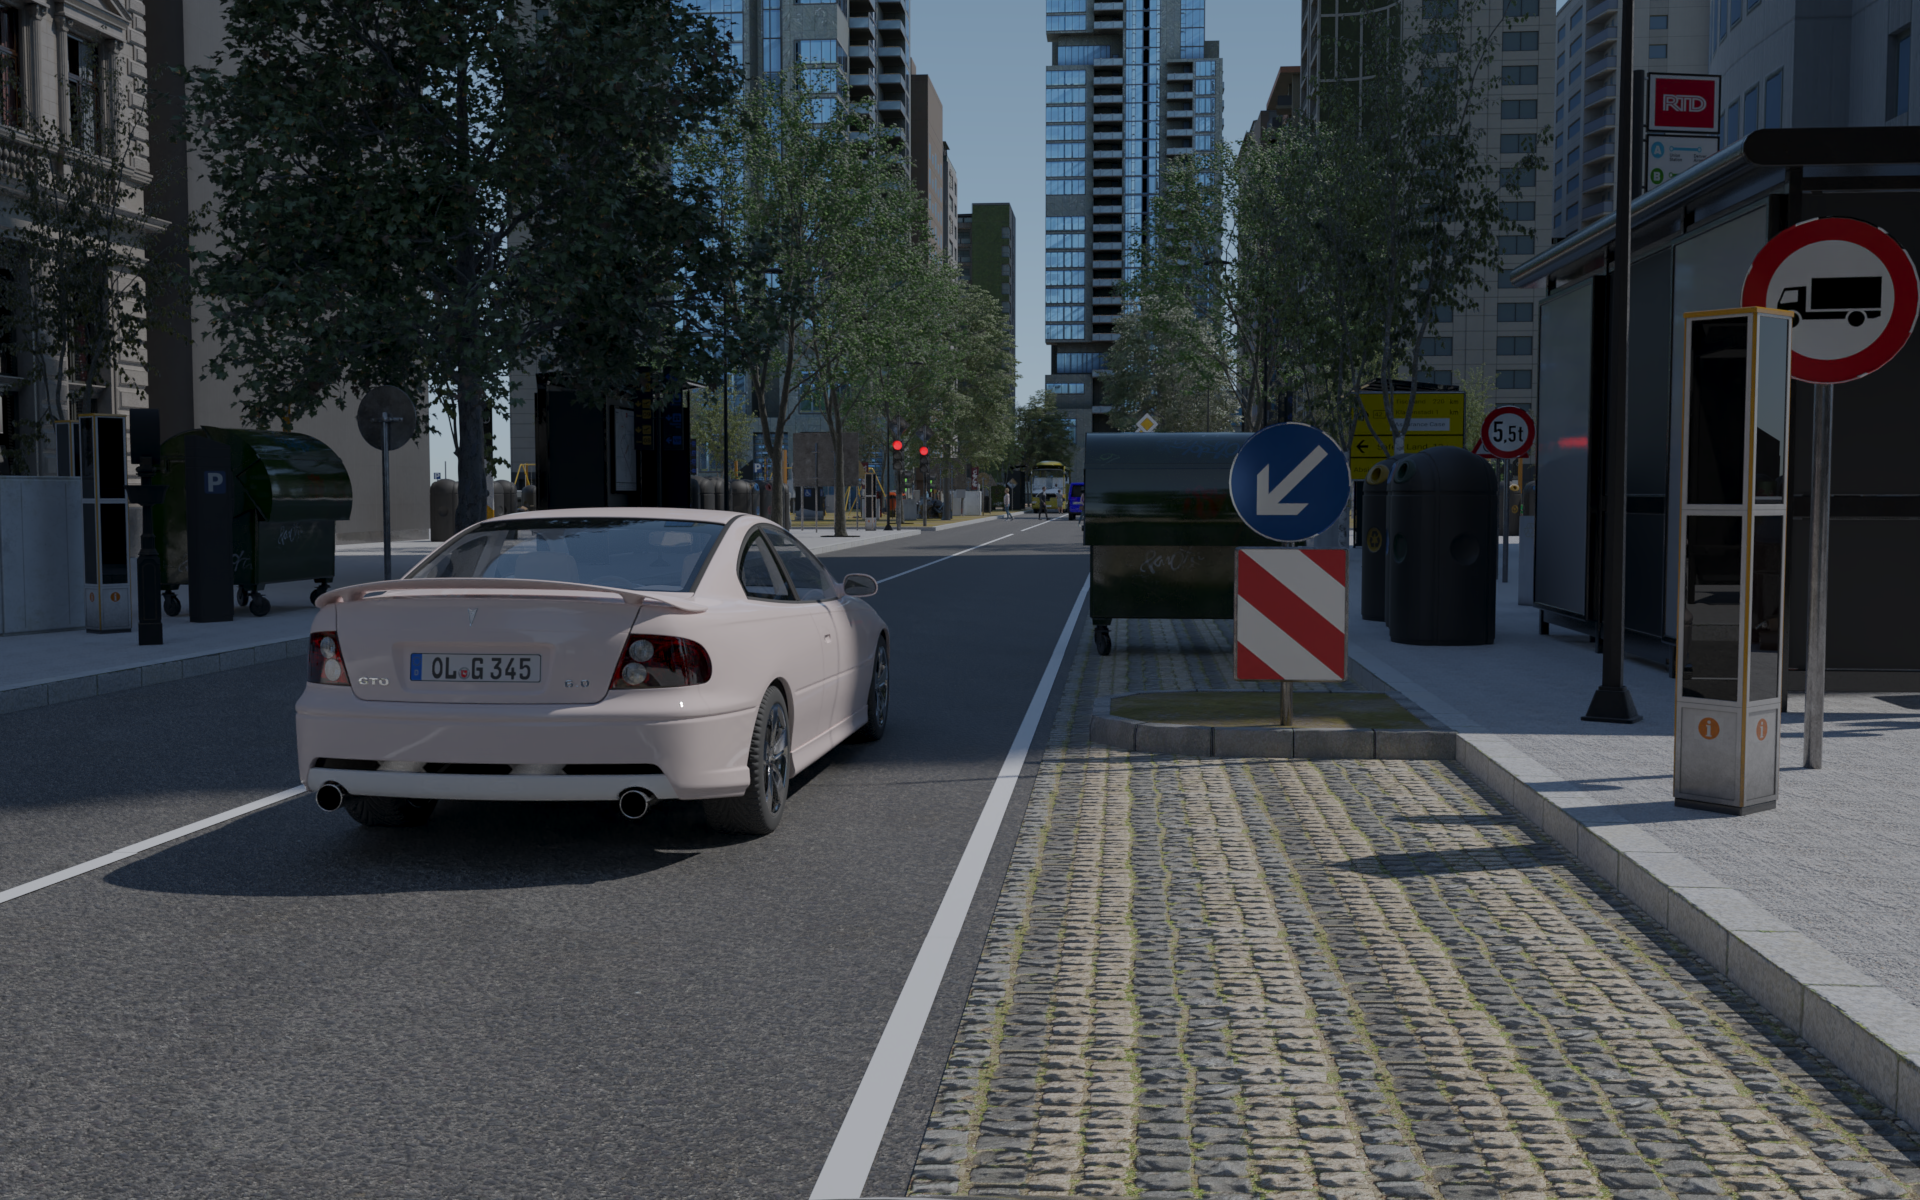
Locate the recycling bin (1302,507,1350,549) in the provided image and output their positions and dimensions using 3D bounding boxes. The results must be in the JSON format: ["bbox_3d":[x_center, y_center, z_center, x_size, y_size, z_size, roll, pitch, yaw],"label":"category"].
[{"bbox_3d":[7.026,-1.269,33.294,0.722,1.027,0.722,-1,4,-9],"label":"recycling bin"}]

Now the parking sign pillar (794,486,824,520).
[{"bbox_3d":[-7.399,-5.897,84.886,1.447,3.967,1.447,1,4,15],"label":"parking sign pillar"}]

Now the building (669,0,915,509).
[{"bbox_3d":[-15.177,-51.775,159.190,22.319,86.520,31.000,0,4,5],"label":"building"}]

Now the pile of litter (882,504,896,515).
[{"bbox_3d":[-4.343,-5.733,107.701,1.719,0.858,1.176,1,4,15],"label":"pile of litter"}]

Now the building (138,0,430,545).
[{"bbox_3d":[-27.373,-15.325,44.064,24.014,27.812,14.314,0,4,5],"label":"building"}]

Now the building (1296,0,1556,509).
[{"bbox_3d":[38.642,-43.554,150.360,20.563,71.187,20.611,0,4,5],"label":"building"}]

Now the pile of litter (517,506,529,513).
[{"bbox_3d":[-15.437,-2.904,61.437,1.719,0.858,1.176,-1,4,-13],"label":"pile of litter"}]

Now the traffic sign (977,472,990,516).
[{"bbox_3d":[1.354,-6.186,101.250,0.768,2.556,0.104,1,4,10],"label":"traffic sign"}]

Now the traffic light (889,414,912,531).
[{"bbox_3d":[-2.131,-4.391,60.712,0.839,4.253,0.868,0,4,5],"label":"traffic light"}]

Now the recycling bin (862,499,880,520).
[{"bbox_3d":[-4.497,-4.577,87.385,0.722,1.027,0.722,-1,4,-22],"label":"recycling bin"}]

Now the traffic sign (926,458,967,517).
[{"bbox_3d":[-0.765,-6.273,96.441,2.265,3.308,0.079,0,4,8],"label":"traffic sign"}]

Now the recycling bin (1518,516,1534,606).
[{"bbox_3d":[6.918,-0.448,19.877,0.722,1.027,0.722,-2,4,-33],"label":"recycling bin"}]

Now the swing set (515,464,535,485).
[{"bbox_3d":[-21.769,-5.657,90.105,3.119,2.851,2.862,2,4,26],"label":"swing set"}]

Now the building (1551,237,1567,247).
[{"bbox_3d":[60.383,-25.994,196.711,14.107,30.474,14.160,0,4,5],"label":"building"}]

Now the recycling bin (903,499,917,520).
[{"bbox_3d":[-2.524,-4.409,84.638,0.722,1.027,0.722,-1,4,-10],"label":"recycling bin"}]

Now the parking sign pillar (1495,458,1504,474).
[{"bbox_3d":[24.323,-5.475,77.986,1.447,3.967,1.447,1,4,14],"label":"parking sign pillar"}]

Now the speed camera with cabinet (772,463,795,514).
[{"bbox_3d":[-11.000,-7.038,109.406,0.660,3.252,2.038,3,5,42],"label":"speed camera with cabinet"}]

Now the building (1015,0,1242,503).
[{"bbox_3d":[24.059,-57.090,246.096,31.000,86.520,22.319,0,4,5],"label":"building"}]

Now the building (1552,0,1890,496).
[{"bbox_3d":[81.593,-39.629,189.933,28.212,58.520,21.231,0,4,5],"label":"building"}]

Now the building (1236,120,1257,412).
[{"bbox_3d":[53.452,-40.247,247.277,27.495,52.752,28.713,0,4,5],"label":"building"}]

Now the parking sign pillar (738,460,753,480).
[{"bbox_3d":[-16.746,-8.946,134.734,1.447,3.967,1.447,-3,4,-39],"label":"parking sign pillar"}]

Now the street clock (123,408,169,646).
[{"bbox_3d":[-6.908,-0.621,14.724,0.358,2.002,0.471,-2,4,-26],"label":"street clock"}]

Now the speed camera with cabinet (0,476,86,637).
[{"bbox_3d":[-8.874,-1.294,15.493,0.660,3.252,2.038,1,4,22],"label":"speed camera with cabinet"}]

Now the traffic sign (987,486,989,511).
[{"bbox_3d":[2.153,-7.942,129.852,0.884,2.594,0.081,1,4,10],"label":"traffic sign"}]

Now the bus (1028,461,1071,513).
[{"bbox_3d":[6.986,-8.613,132.365,2.896,3.916,12.252,0,4,6],"label":"bus"}]

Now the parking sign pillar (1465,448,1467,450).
[{"bbox_3d":[30.422,-7.034,103.472,1.447,3.967,1.447,3,5,39],"label":"parking sign pillar"}]

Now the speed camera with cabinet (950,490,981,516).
[{"bbox_3d":[0.222,-6.616,102.504,2.038,3.252,0.660,1,4,9],"label":"speed camera with cabinet"}]

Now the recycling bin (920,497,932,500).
[{"bbox_3d":[-2.557,-7.244,130.998,0.722,1.027,0.722,1,4,17],"label":"recycling bin"}]

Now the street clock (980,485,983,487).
[{"bbox_3d":[1.767,-8.131,137.518,0.358,2.002,0.471,-1,4,-8],"label":"street clock"}]

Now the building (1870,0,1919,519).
[{"bbox_3d":[25.918,-29.941,31.535,21.231,58.520,28.212,0,4,5],"label":"building"}]

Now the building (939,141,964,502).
[{"bbox_3d":[-7.540,-31.760,202.874,14.086,41.232,14.154,0,4,5],"label":"building"}]

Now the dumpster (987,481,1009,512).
[{"bbox_3d":[2.774,-7.627,127.194,1.502,2.255,1.985,0,4,5],"label":"dumpster"}]

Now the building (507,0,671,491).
[{"bbox_3d":[-39.312,-46.694,201.692,20.611,71.187,20.563,0,4,5],"label":"building"}]

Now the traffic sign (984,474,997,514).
[{"bbox_3d":[1.916,-6.714,109.785,0.884,2.594,0.081,0,4,7],"label":"traffic sign"}]

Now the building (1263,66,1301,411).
[{"bbox_3d":[42.452,-31.865,175.610,22.147,44.769,28.867,0,4,5],"label":"building"}]

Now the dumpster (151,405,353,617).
[{"bbox_3d":[-7.737,-0.999,18.829,1.502,2.255,1.985,0,4,5],"label":"dumpster"}]

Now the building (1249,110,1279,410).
[{"bbox_3d":[40.523,-33.490,197.669,14.600,45.320,14.200,0,4,5],"label":"building"}]

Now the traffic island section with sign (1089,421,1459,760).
[{"bbox_3d":[1.776,-0.101,10.288,1.989,1.847,2.006,0,4,5],"label":"traffic island section with sign"}]

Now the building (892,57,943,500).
[{"bbox_3d":[-9.409,-32.566,182.561,14.600,45.320,14.200,0,4,5],"label":"building"}]

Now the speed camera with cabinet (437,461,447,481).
[{"bbox_3d":[-30.595,-6.758,104.822,0.660,3.252,2.038,3,5,43],"label":"speed camera with cabinet"}]

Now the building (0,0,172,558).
[{"bbox_3d":[-22.185,-12.069,26.200,11.050,23.489,19.941,0,4,5],"label":"building"}]

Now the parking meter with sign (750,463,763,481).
[{"bbox_3d":[-11.683,-6.137,96.600,0.543,3.016,1.738,2,4,25],"label":"parking meter with sign"}]

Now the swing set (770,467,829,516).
[{"bbox_3d":[-9.756,-6.374,101.841,3.119,2.851,2.862,3,4,36],"label":"swing set"}]

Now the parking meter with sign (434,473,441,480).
[{"bbox_3d":[-42.300,-8.764,139.552,0.543,3.016,1.738,0,4,-3],"label":"parking meter with sign"}]

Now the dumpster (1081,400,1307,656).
[{"bbox_3d":[2.087,-0.653,15.634,1.985,2.255,1.502,0,4,5],"label":"dumpster"}]

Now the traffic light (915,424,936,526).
[{"bbox_3d":[-1.378,-4.877,68.661,0.839,4.253,0.868,0,4,5],"label":"traffic light"}]

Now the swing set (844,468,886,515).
[{"bbox_3d":[-5.570,-6.407,102.368,2.862,2.851,3.119,1,4,11],"label":"swing set"}]

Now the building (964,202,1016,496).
[{"bbox_3d":[0.615,-34.361,245.396,14.086,41.232,14.154,0,4,5],"label":"building"}]
